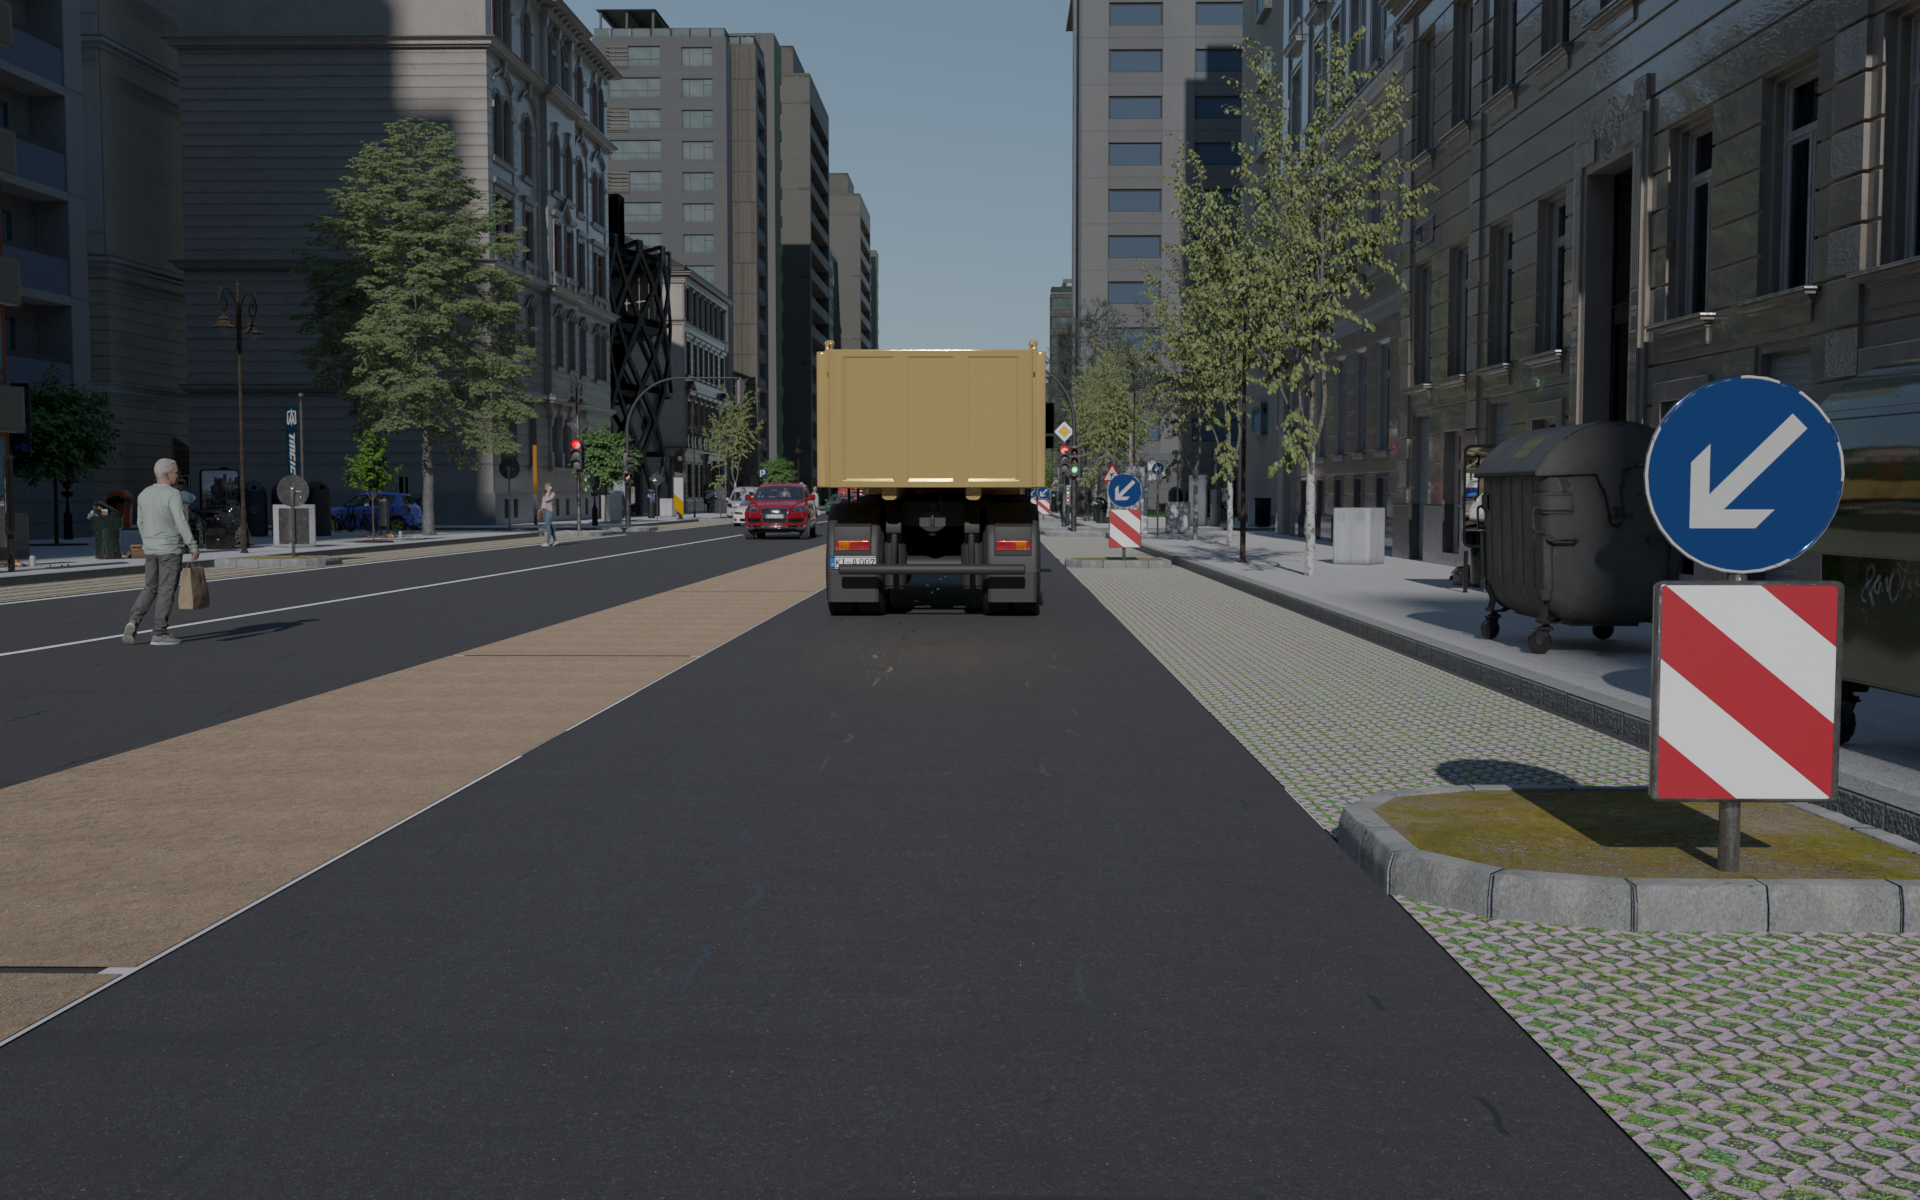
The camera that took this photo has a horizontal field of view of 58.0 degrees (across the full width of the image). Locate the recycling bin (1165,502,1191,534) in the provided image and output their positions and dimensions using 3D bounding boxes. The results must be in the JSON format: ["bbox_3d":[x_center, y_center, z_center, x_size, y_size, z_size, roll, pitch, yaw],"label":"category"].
[{"bbox_3d":[7.042,-2.654,55.947,0.722,1.027,0.722,1,4,15],"label":"recycling bin"}]

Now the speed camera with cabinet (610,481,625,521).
[{"bbox_3d":[-16.269,-5.392,82.497,0.660,3.252,2.038,0,4,-4],"label":"speed camera with cabinet"}]

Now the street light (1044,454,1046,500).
[{"bbox_3d":[8.026,-11.725,164.488,0.468,5.910,1.993,0,4,1],"label":"street light"}]

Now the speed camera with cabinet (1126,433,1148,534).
[{"bbox_3d":[5.723,-3.765,55.899,0.660,3.252,2.038,0,4,3],"label":"speed camera with cabinet"}]

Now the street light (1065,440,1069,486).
[{"bbox_3d":[6.972,-8.697,114.990,0.468,5.910,1.993,0,4,1],"label":"street light"}]

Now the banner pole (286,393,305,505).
[{"bbox_3d":[-16.502,-3.246,43.090,0.863,3.779,0.401,2,4,34],"label":"banner pole"}]

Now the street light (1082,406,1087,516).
[{"bbox_3d":[6.428,-7.081,88.556,0.468,5.910,1.993,0,4,1],"label":"street light"}]

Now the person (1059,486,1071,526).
[{"bbox_3d":[4.259,-3.731,69.924,0.576,1.772,0.534,-1,4,-18],"label":"person"}]

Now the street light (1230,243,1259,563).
[{"bbox_3d":[5.278,-3.632,32.166,0.468,5.910,1.993,0,4,1],"label":"street light"}]

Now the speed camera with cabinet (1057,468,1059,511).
[{"bbox_3d":[7.319,-8.549,134.110,0.660,3.252,2.038,0,4,-7],"label":"speed camera with cabinet"}]

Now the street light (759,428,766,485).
[{"bbox_3d":[-13.848,-9.065,120.993,0.468,5.910,1.993,0,4,1],"label":"street light"}]

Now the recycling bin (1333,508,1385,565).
[{"bbox_3d":[7.303,-1.172,31.710,0.722,1.027,0.722,3,4,38],"label":"recycling bin"}]

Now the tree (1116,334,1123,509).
[{"bbox_3d":[6.396,-5.625,42.326,4.737,8.622,4.395,0,3,0],"label":"tree"}]

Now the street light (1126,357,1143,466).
[{"bbox_3d":[5.894,-5.248,58.598,0.468,5.910,1.993,0,4,1],"label":"street light"}]

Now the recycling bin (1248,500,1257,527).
[{"bbox_3d":[11.888,-3.433,68.680,0.722,1.027,0.722,2,4,32],"label":"recycling bin"}]

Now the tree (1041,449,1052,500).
[{"bbox_3d":[7.560,-8.773,93.794,4.737,8.622,4.395,0,3,0],"label":"tree"}]

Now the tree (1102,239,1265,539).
[{"bbox_3d":[6.456,-6.033,49.004,4.360,8.622,3.978,0,3,0],"label":"tree"}]

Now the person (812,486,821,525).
[{"bbox_3d":[-6.673,-4.300,79.165,0.624,1.780,0.694,-2,4,-29],"label":"person"}]

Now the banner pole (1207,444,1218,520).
[{"bbox_3d":[12.654,-5.889,86.297,0.401,3.779,0.863,-1,4,-18],"label":"banner pole"}]

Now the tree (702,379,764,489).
[{"bbox_3d":[-14.479,-9.816,110.848,4.737,8.622,4.395,0,3,0],"label":"tree"}]

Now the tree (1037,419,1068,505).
[{"bbox_3d":[9.316,-17.187,206.761,9.928,11.665,9.643,0,3,0],"label":"tree"}]

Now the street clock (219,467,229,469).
[{"bbox_3d":[-19.749,-2.568,46.549,0.471,2.002,0.358,-1,4,-22],"label":"street clock"}]

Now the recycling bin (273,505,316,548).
[{"bbox_3d":[-15.995,-1.778,41.622,0.722,1.027,0.722,3,4,36],"label":"recycling bin"}]

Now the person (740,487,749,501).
[{"bbox_3d":[-11.594,-5.213,93.991,0.793,1.790,0.793,0,4,-4],"label":"person"}]

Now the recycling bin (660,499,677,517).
[{"bbox_3d":[-16.162,-5.100,95.939,0.722,1.027,0.722,1,4,14],"label":"recycling bin"}]

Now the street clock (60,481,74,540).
[{"bbox_3d":[-25.094,-2.699,48.697,0.471,2.002,0.358,3,4,38],"label":"street clock"}]

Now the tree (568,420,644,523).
[{"bbox_3d":[-15.732,-5.694,76.815,4.285,4.588,4.351,0,3,0],"label":"tree"}]

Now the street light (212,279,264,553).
[{"bbox_3d":[-15.538,-3.954,37.432,0.468,5.910,1.993,0,4,1],"label":"street light"}]

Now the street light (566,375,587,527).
[{"bbox_3d":[-14.937,-5.798,67.585,0.468,5.910,1.993,0,4,1],"label":"street light"}]

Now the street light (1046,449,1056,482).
[{"bbox_3d":[7.543,-10.314,141.423,0.468,5.910,1.993,0,4,1],"label":"street light"}]

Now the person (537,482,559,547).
[{"bbox_3d":[-11.255,-2.350,47.519,0.643,1.750,0.593,-3,5,-41],"label":"person"}]

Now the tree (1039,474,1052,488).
[{"bbox_3d":[8.365,-10.575,167.502,1.663,3.219,1.824,0,3,0],"label":"tree"}]

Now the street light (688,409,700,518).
[{"bbox_3d":[-14.510,-7.448,94.562,0.468,5.910,1.993,0,4,1],"label":"street light"}]

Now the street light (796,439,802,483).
[{"bbox_3d":[-13.436,-10.480,144.127,0.468,5.910,1.993,0,4,1],"label":"street light"}]

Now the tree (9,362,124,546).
[{"bbox_3d":[-22.693,-3.638,43.193,4.285,4.588,4.351,0,3,0],"label":"tree"}]

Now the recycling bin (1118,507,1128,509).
[{"bbox_3d":[10.700,-6.076,111.901,0.722,1.027,0.722,-1,4,-21],"label":"recycling bin"}]

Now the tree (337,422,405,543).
[{"bbox_3d":[-15.466,-3.139,45.923,1.663,3.219,1.824,0,3,0],"label":"tree"}]

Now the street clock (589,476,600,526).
[{"bbox_3d":[-14.696,-3.982,69.669,0.358,2.002,0.471,-3,5,-45],"label":"street clock"}]

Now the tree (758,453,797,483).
[{"bbox_3d":[-14.639,-9.523,139.412,4.285,4.588,4.351,0,3,0],"label":"tree"}]

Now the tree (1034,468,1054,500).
[{"bbox_3d":[8.260,-11.956,179.195,4.285,4.588,4.351,0,3,0],"label":"tree"}]

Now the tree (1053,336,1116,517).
[{"bbox_3d":[6.666,-7.810,78.053,4.737,8.622,4.395,0,3,0],"label":"tree"}]

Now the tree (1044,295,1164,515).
[{"bbox_3d":[8.010,-11.985,106.323,12.009,13.543,11.850,0,3,0],"label":"tree"}]

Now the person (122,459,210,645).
[{"bbox_3d":[-7.505,-0.452,16.379,0.782,1.767,0.515,2,4,24],"label":"person"}]

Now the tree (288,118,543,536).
[{"bbox_3d":[-16.855,-8.258,53.154,7.486,12.596,7.792,0,3,0],"label":"tree"}]

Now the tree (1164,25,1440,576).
[{"bbox_3d":[5.257,-4.686,26.977,4.737,8.622,4.395,0,3,0],"label":"tree"}]
